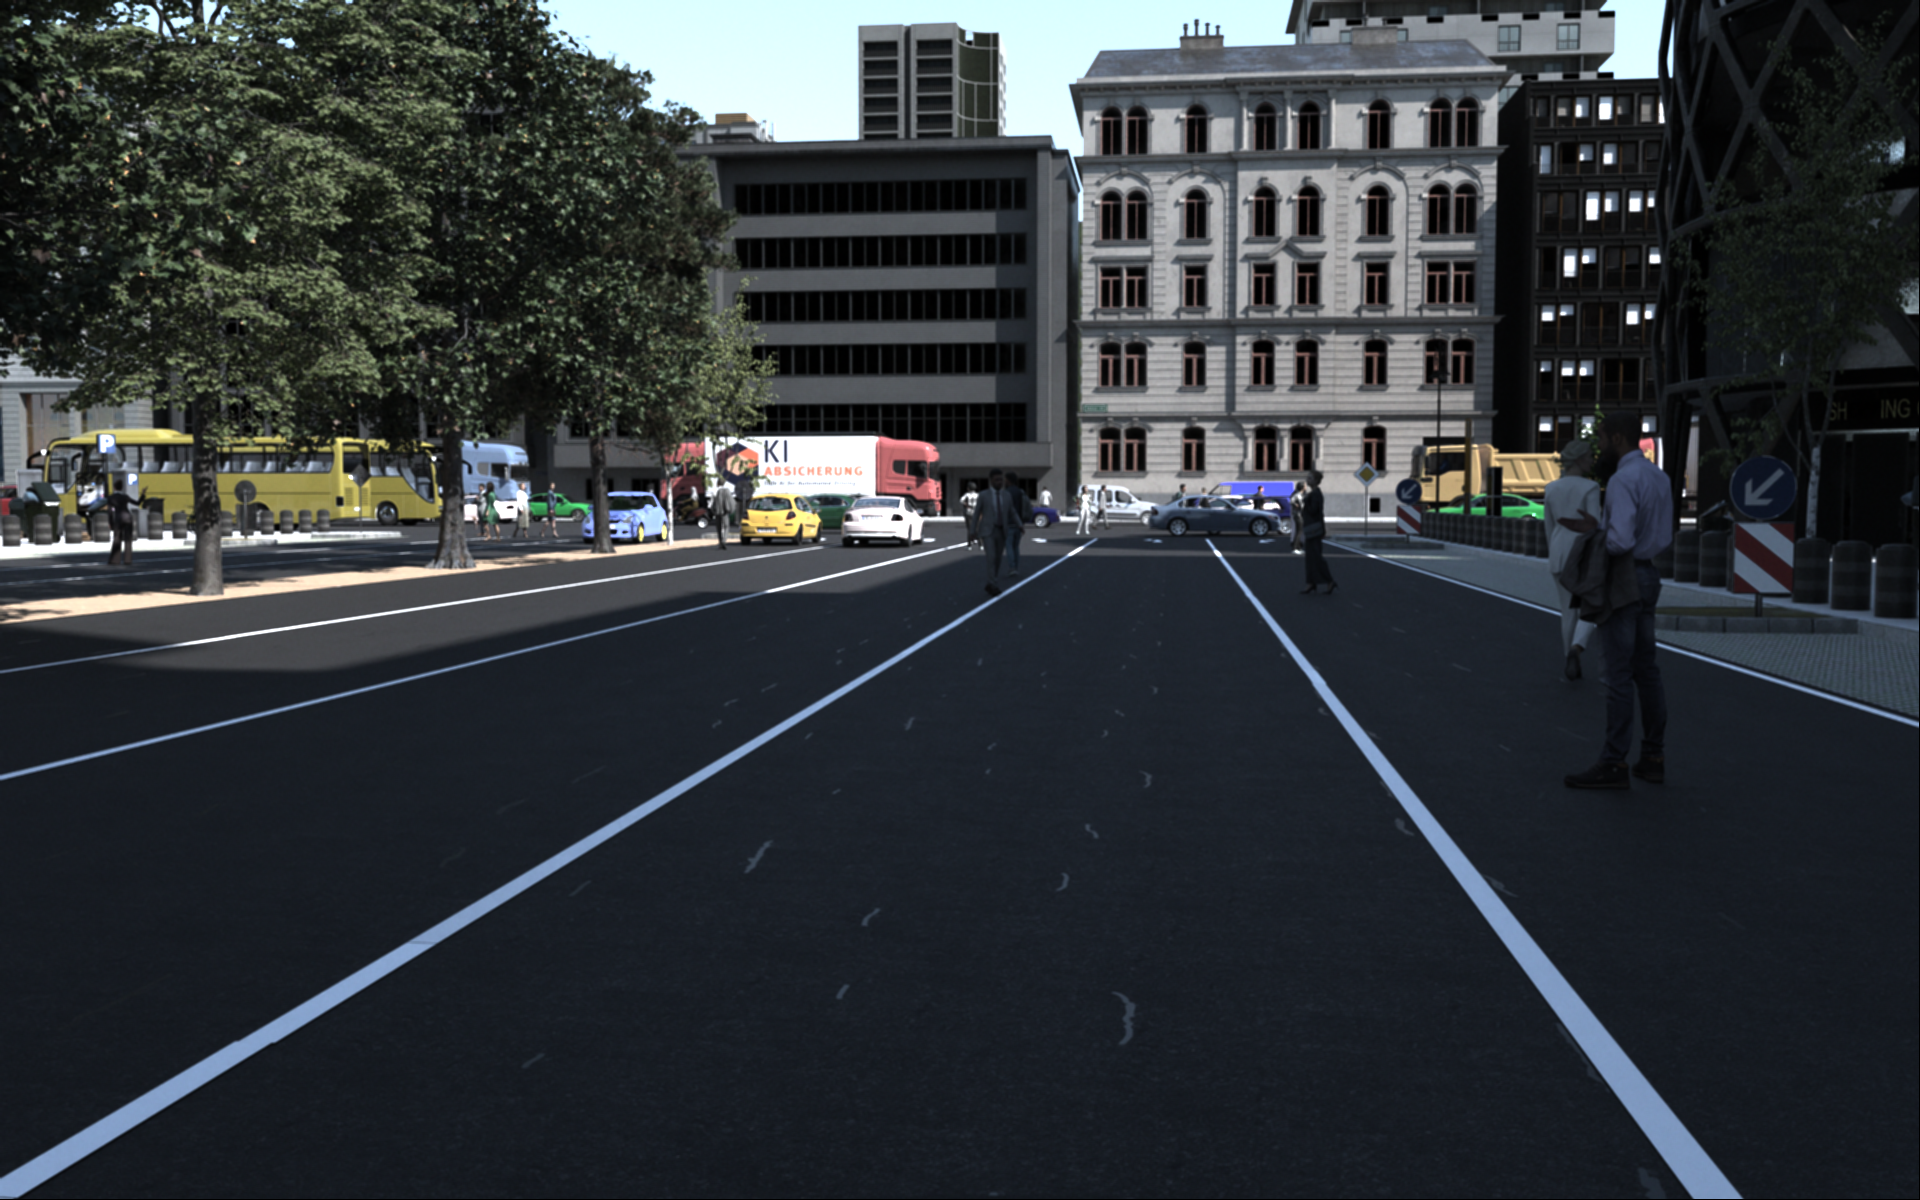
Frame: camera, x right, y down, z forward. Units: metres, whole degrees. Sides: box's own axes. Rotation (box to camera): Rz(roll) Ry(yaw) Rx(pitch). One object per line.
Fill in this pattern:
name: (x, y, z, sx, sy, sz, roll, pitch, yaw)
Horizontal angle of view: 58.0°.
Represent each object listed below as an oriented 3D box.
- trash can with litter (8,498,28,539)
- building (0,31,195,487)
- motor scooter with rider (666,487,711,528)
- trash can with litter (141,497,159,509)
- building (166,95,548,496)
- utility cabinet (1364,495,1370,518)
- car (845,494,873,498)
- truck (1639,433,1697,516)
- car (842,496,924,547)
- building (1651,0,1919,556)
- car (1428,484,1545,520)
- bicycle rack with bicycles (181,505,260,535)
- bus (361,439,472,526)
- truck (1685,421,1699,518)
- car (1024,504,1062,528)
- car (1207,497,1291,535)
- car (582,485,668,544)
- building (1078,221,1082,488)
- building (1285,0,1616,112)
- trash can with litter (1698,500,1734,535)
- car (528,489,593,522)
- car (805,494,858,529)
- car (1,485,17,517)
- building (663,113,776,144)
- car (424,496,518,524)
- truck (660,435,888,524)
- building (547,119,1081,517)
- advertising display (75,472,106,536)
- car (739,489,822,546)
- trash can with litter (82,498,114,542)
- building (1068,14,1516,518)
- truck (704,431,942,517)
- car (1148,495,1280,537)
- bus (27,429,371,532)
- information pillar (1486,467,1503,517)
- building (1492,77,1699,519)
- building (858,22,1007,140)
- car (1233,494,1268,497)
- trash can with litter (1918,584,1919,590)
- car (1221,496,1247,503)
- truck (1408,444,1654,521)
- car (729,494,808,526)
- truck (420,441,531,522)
trash can with litter: (-26.879, -2.333, 49.531, 0.624, 1.170, 1.055, -1, 4, -21)
building: (-62.398, -20.251, 108.590, 29.804, 29.767, 11.434, 0, 4, 7)
motor scooter with rider: (-11.440, -3.902, 72.764, 1.986, 1.779, 0.876, 0, 4, 5)
trash can with litter: (-27.158, -2.838, 57.786, 1.055, 1.170, 0.624, 2, 4, 31)
building: (-34.955, -19.188, 107.234, 24.014, 27.812, 14.314, 0, 4, 7)
utility cabinet: (21.713, -4.976, 92.514, 0.306, 1.237, 1.020, 1, 4, 11)
car: (-3.911, -3.749, 71.089, 4.222, 1.686, 2.009, 0, 4, 6)
truck: (34.233, -5.577, 80.097, 11.283, 4.237, 2.839, 0, 4, 6)
car: (-2.119, -2.189, 48.149, 2.083, 1.381, 4.827, 0, 4, 5)
building: (24.715, -10.493, 39.017, 16.820, 18.784, 16.811, 0, 4, 7)
car: (18.571, -3.219, 61.422, 4.718, 1.807, 1.959, 0, 4, 6)
bicycle rack with bicycles: (-23.726, -2.554, 55.140, 2.852, 0.926, 2.925, 2, 4, 28)
bus: (-28.652, -5.347, 78.971, 12.252, 3.916, 2.896, 0, 4, 8)
truck: (33.839, -4.719, 66.067, 11.283, 4.237, 2.839, 0, 4, 5)
car: (2.394, -3.784, 74.448, 3.894, 1.354, 1.945, 1, 4, 9)
car: (10.185, -2.983, 61.359, 3.894, 1.354, 1.945, 0, 4, 7)
car: (-9.877, -2.534, 51.023, 1.945, 1.707, 3.694, 0, 4, 6)
building: (12.735, -35.346, 261.500, 14.086, 41.232, 14.154, 0, 4, 7)
building: (46.840, -35.437, 168.632, 28.713, 52.752, 27.495, 0, 4, 7)
trash can with litter: (13.958, -1.297, 32.598, 1.055, 1.170, 0.624, 1, 4, 13)
car: (-21.042, -4.995, 90.472, 4.718, 1.807, 1.959, 0, 4, 5)
car: (-5.132, -3.163, 63.520, 4.920, 1.459, 2.131, 1, 4, 8)
car: (-40.545, -4.013, 74.287, 5.304, 1.827, 2.281, 0, 4, 8)
building: (-42.906, -44.622, 271.561, 28.212, 58.520, 21.231, 0, 4, 7)
car: (-23.639, -4.390, 84.131, 4.827, 1.381, 2.083, 0, 4, 8)
truck: (-9.149, -5.702, 82.149, 11.283, 4.237, 2.839, 0, 4, 7)
building: (-8.279, -17.350, 102.742, 30.058, 24.678, 14.314, 0, 4, 7)
advertising display: (-25.634, -2.810, 51.160, 0.974, 1.923, 0.123, 1, 4, 11)
car: (-5.093, -2.413, 49.682, 2.015, 1.641, 3.980, 0, 4, 7)
trash can with litter: (-23.509, -2.178, 46.991, 0.624, 1.170, 1.055, 2, 4, 32)
building: (18.388, -19.111, 99.860, 23.554, 28.519, 14.401, 0, 4, 7)
truck: (-5.866, -5.499, 78.824, 11.283, 4.237, 2.839, 1, 4, 8)
car: (8.723, -2.900, 59.410, 4.499, 1.417, 2.014, 0, 4, 5)
bus: (-28.803, -4.543, 65.818, 12.252, 3.916, 2.896, 0, 4, 6)
information pillar: (14.310, -2.564, 46.413, 0.304, 2.012, 0.304, -1, 4, -18)
building: (38.533, -16.288, 95.991, 15.834, 23.373, 12.332, 0, 4, 7)
building: (-4.028, -50.653, 266.434, 20.611, 71.187, 20.563, 0, 4, 7)
car: (14.354, -4.384, 83.471, 4.920, 1.459, 2.131, 0, 4, 6)
trash can with litter: (13.693, -0.736, 23.090, 2.233, 1.210, 1.678, -1, 4, -19)
car: (10.434, -3.486, 69.361, 4.827, 1.381, 2.083, 0, 4, 8)
truck: (21.723, -4.392, 67.732, 9.791, 3.379, 3.469, 0, 4, 6)
car: (-7.849, -3.884, 75.309, 4.920, 1.459, 2.131, 0, 4, 5)
truck: (-30.654, -6.029, 88.333, 18.799, 4.110, 2.967, 0, 4, 6)
